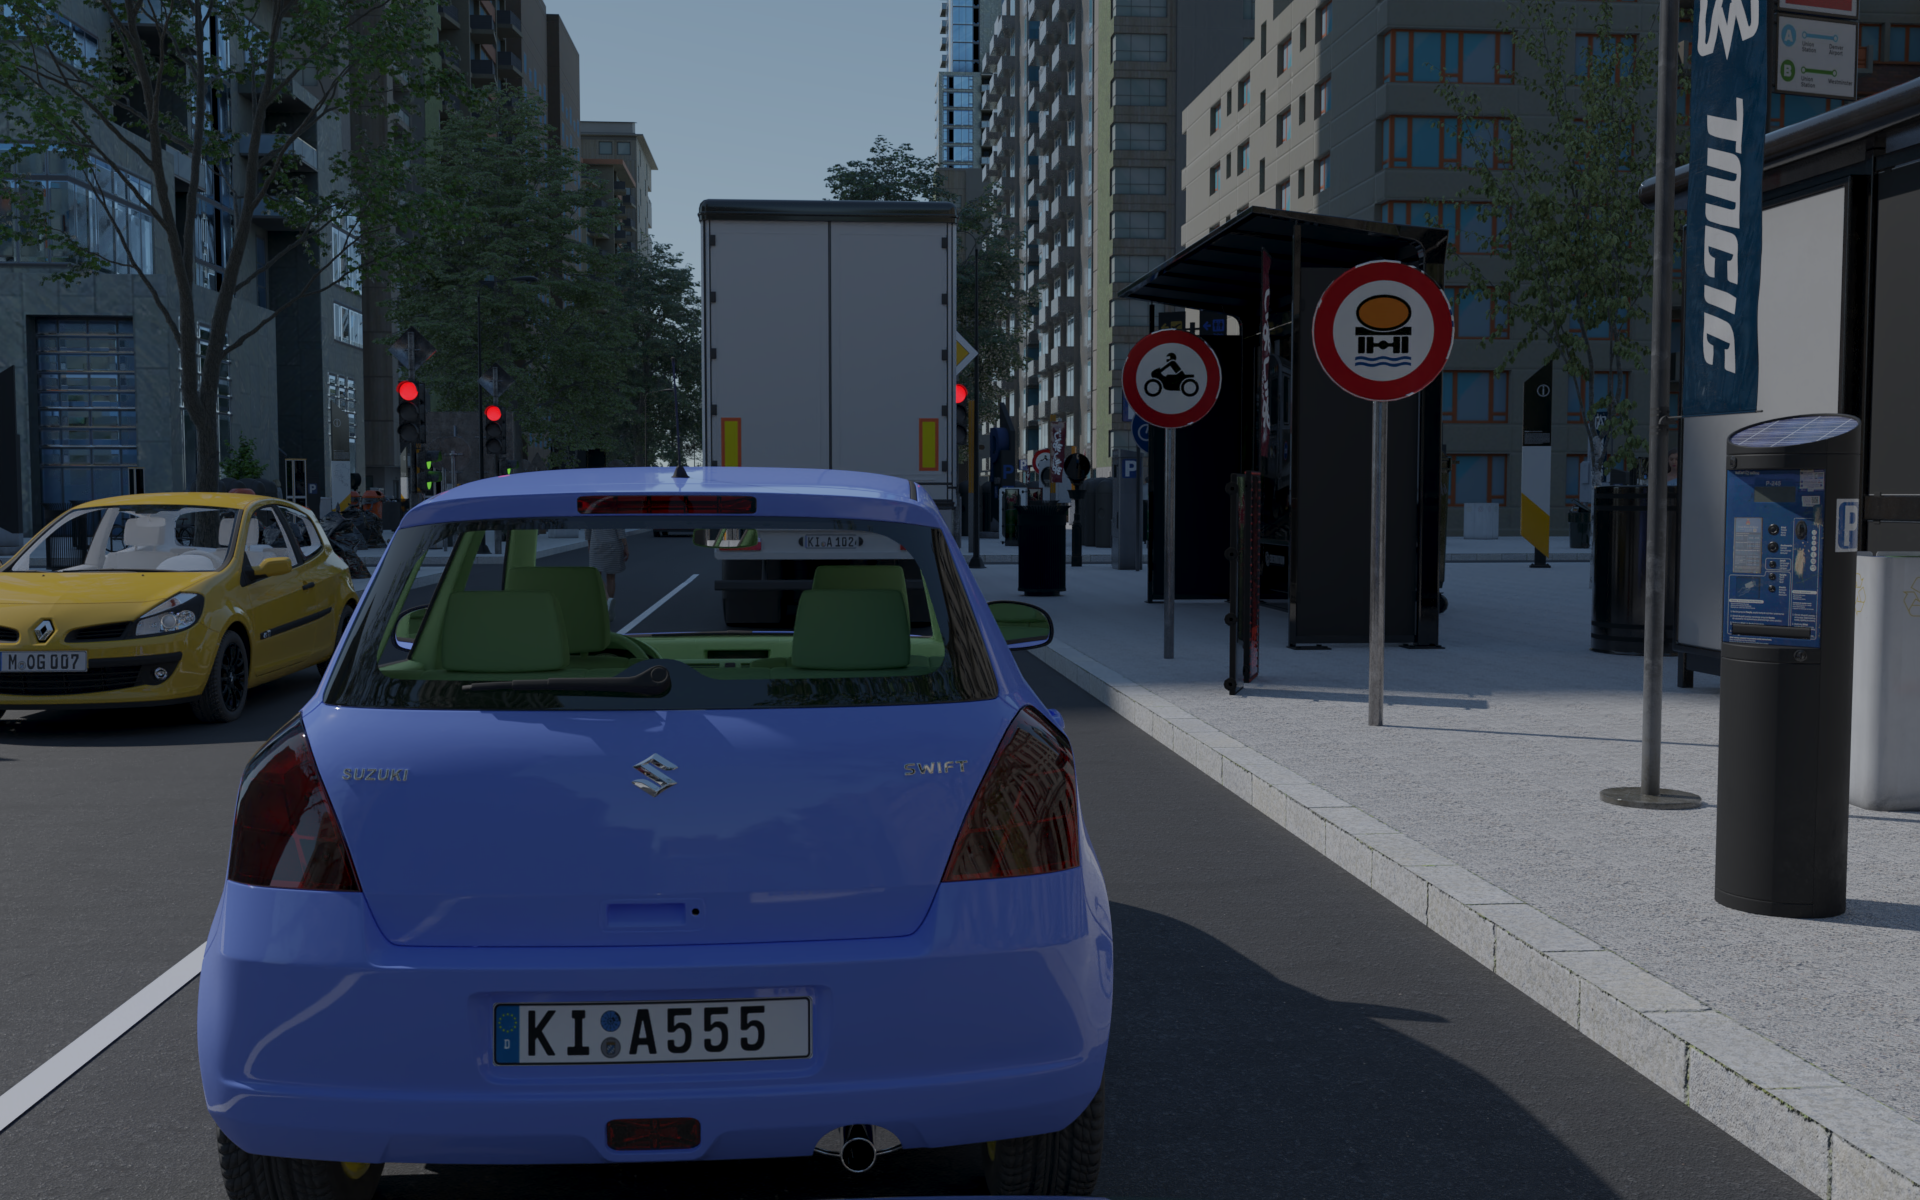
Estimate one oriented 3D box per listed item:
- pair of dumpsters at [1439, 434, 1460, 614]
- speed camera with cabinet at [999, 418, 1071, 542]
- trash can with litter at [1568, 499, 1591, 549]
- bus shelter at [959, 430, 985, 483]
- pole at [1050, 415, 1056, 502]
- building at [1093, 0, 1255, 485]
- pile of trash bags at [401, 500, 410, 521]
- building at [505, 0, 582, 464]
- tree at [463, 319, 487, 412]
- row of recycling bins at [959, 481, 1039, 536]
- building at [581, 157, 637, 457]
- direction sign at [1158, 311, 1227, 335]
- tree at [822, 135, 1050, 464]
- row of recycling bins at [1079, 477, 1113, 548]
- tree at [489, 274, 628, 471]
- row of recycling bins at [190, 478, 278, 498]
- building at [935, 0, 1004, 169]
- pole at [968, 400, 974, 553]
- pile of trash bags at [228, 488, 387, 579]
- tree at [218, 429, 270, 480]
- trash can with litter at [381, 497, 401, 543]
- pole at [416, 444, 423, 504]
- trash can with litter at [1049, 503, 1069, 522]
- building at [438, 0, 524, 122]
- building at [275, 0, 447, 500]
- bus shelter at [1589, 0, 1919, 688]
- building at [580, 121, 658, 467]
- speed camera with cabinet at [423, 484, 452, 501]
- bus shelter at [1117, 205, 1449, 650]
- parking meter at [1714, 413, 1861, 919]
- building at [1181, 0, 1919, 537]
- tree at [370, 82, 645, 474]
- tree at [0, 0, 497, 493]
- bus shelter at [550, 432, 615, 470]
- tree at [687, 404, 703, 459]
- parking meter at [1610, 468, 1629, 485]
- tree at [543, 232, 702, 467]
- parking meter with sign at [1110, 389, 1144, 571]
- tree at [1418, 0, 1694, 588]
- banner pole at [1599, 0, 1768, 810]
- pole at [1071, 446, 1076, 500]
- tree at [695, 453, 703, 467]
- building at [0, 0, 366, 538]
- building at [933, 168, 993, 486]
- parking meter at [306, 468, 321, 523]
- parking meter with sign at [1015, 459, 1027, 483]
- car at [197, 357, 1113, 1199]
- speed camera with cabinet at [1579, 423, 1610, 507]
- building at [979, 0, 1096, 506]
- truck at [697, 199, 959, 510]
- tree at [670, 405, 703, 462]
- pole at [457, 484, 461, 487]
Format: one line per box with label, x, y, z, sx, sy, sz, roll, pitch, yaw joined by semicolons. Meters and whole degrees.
pair of dumpsters;4.401;-1.098;20.454;1.574;2.255;4.437;0;4;-5
speed camera with cabinet;1.965;-3.136;45.613;2.038;3.252;0.660;3;5;42
trash can with litter;14.860;-1.797;40.775;1.055;1.170;0.624;2;4;28
bus shelter;-0.376;-6.116;77.633;2.179;5.291;8.768;0;4;-5
pole;2.384;-3.098;44.501;0.158;3.312;0.155;0;3;0
building;15.176;-25.907;107.167;14.154;41.232;14.086;0;4;-5
pile of trash bags;-14.471;-1.913;41.029;1.912;1.369;3.447;0;4;2
building;-42.691;-31.158;159.539;14.600;45.320;14.200;0;4;-5
tree;-19.092;-7.433;71.891;4.737;8.622;4.395;0;3;0
row of recycling bins;1.347;-2.839;53.534;3.534;1.692;1.069;-3;4;-38
building;-52.902;-34.596;220.269;22.147;44.769;28.867;0;4;-5
direction sign;2.873;-1.804;21.497;0.876;3.537;0.379;2;4;25
tree;-1.680;-9.475;61.574;9.857;13.997;8.962;0;3;0
row of recycling bins;3.505;-2.182;42.784;1.069;1.692;3.534;0;4;-6
tree;-13.064;-6.572;57.822;4.737;8.622;4.395;0;3;0
row of recycling bins;-18.481;-2.275;44.311;1.069;1.692;3.534;0;4;5
building;4.996;-57.732;256.590;22.319;86.520;31.000;0;4;-5
pole;0.288;-2.690;37.828;0.158;3.312;0.155;0;3;0
pile of trash bags;-10.585;-1.040;26.755;1.912;1.369;3.447;-3;5;-43
tree;-21.374;-3.495;51.744;1.663;3.219;1.824;0;3;0
trash can with litter;-15.302;-2.101;45.404;2.233;1.210;1.678;0;4;-8
pole;-12.505;-2.820;39.953;0.158;3.312;0.155;0;3;0
trash can with litter;4.526;-4.113;78.631;1.055;1.170;0.624;-2;4;-31
building;-43.424;-28.688;123.671;22.147;44.769;28.867;0;4;-5
building;-38.862;-25.564;101.574;14.154;41.232;14.086;0;4;-5
bus shelter;5.691;-1.979;9.981;2.179;5.291;8.768;0;4;-5
building;-58.374;-40.277;247.771;28.713;52.752;27.495;0;4;-5
speed camera with cabinet;-29.776;-6.369;98.465;2.038;3.252;0.660;1;4;23
bus shelter;2.967;-1.592;17.318;1.731;3.624;6.357;0;4;-5
parking meter;2.560;0.186;5.366;0.372;1.533;0.369;0;3;0
building;25.691;-13.529;66.247;28.899;21.520;27.650;0;4;-5
tree;-12.955;-7.990;48.764;7.486;12.596;7.792;0;3;0
tree;-9.228;-5.821;20.936;9.928;11.665;9.643;0;3;0
bus shelter;-14.630;-4.659;67.460;1.731;3.624;6.357;0;4;-5
tree;-23.726;-16.191;175.087;12.009;13.543;11.850;0;3;0
parking meter;14.794;-2.024;38.808;0.399;1.863;0.255;3;5;43
tree;-16.024;-10.974;86.073;9.857;13.997;8.962;0;3;0
parking meter with sign;2.878;-2.033;29.497;0.543;3.016;1.738;0;4;-5
tree;8.415;-4.456;23.222;4.737;8.622;4.395;0;3;0
banner pole;2.923;-1.032;6.885;0.401;3.779;0.863;-1;4;-11
pole;4.865;-4.903;74.002;0.158;3.312;0.155;0;3;0
tree;-24.393;-16.561;187.777;9.611;12.733;9.660;0;3;0
building;-35.747;-45.887;62.928;22.319;86.520;31.000;0;4;-5
building;3.445;-32.807;219.984;14.154;41.232;14.086;0;4;-5
parking meter;-14.191;-1.963;37.814;0.255;1.863;0.399;2;4;34
parking meter with sign;2.630;-5.590;87.656;0.543;3.016;1.738;-3;5;-39
car;-0.659;0.297;4.734;1.945;1.707;3.694;0;4;-4
speed camera with cabinet;17.899;-3.270;47.798;0.660;3.252;2.038;-1;4;-10
building;13.946;-33.116;161.057;23.786;49.044;30.456;0;4;-5
truck;-1.670;-2.032;22.143;2.839;4.237;11.283;0;4;-4
tree;-19.771;-12.388;136.961;7.601;10.594;8.767;0;4;0
pole;-27.040;-6.089;93.406;0.158;3.312;0.155;0;3;0
